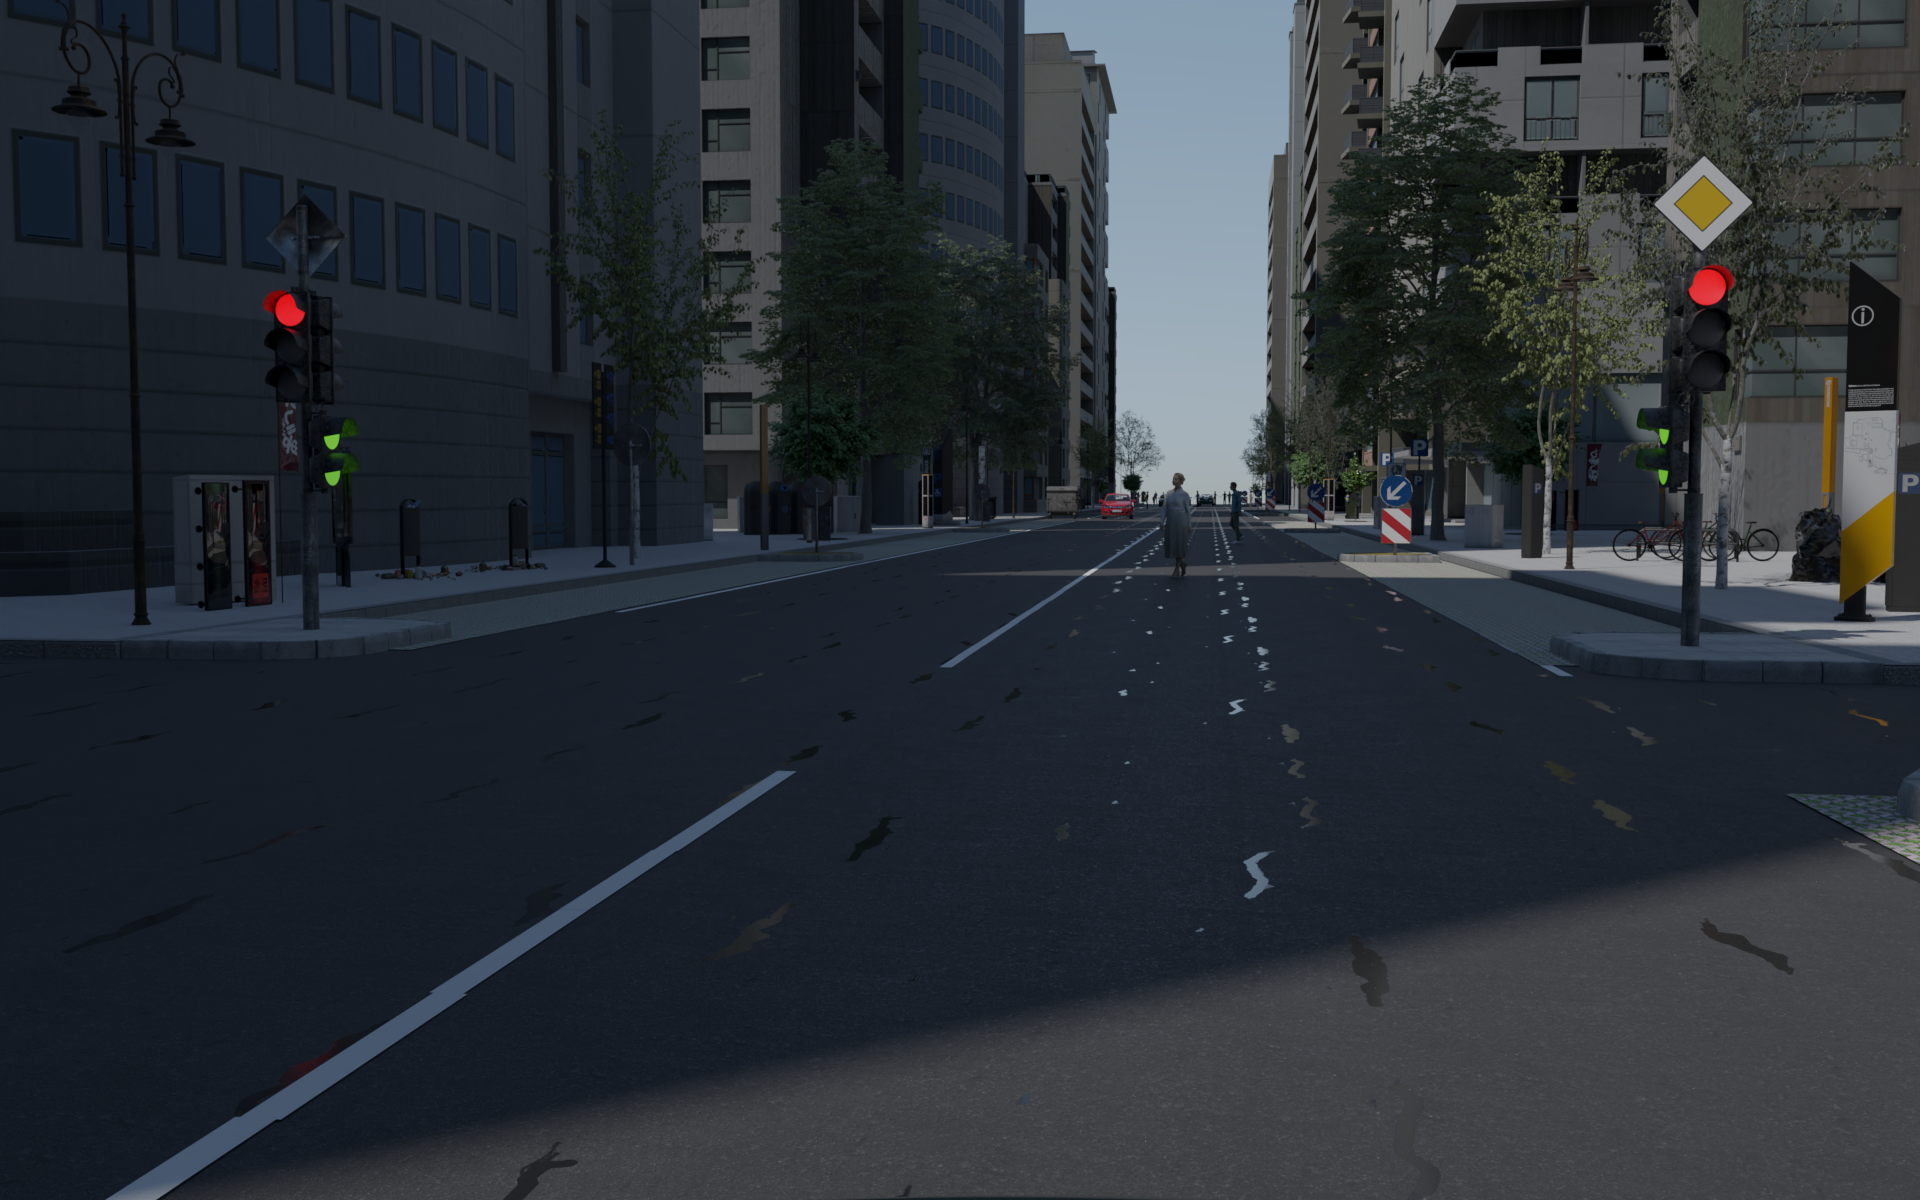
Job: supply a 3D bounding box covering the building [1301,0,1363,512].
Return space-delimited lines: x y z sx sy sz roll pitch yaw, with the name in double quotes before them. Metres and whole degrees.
"building" 38.017 -31.247 134.593 21.300 48.544 21.600 1 4 8

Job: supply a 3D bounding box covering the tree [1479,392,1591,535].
"tree" 18.198 -4.361 55.008 4.285 4.588 4.351 0 3 0

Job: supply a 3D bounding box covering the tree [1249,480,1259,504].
"tree" 40.020 -14.742 235.633 1.663 3.219 1.824 0 3 0

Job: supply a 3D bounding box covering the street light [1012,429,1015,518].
"street light" 2.877 -7.327 92.590 0.468 5.910 1.993 1 4 8

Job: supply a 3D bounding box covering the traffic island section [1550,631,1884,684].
"traffic island section" 6.194 0.467 14.647 2.009 0.180 2.903 1 4 8

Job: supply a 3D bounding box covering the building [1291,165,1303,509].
"building" 36.874 -23.340 153.314 14.160 30.474 14.107 1 4 8

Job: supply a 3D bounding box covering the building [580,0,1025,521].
"building" -7.957 -34.507 106.194 21.231 58.520 28.212 1 4 8

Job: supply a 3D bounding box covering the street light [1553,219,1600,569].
"street light" 10.402 -3.462 29.386 0.468 5.910 1.993 1 4 8

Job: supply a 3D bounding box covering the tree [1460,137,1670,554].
"tree" 12.757 -5.279 36.666 4.737 8.622 4.395 0 3 0

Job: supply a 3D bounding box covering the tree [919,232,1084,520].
"tree" 0.859 -10.902 84.903 9.857 13.997 8.962 0 3 0

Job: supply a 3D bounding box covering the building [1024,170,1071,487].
"building" 2.383 -23.534 156.484 14.160 30.474 14.107 1 4 8

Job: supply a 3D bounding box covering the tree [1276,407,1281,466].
"tree" 20.884 -9.238 101.408 4.360 8.622 3.978 0 3 0

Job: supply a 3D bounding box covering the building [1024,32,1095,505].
"building" 3.202 -34.507 187.890 21.300 48.544 21.600 1 4 8

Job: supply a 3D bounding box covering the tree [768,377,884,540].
"tree" -3.850 -3.977 48.736 4.285 4.588 4.351 0 3 0

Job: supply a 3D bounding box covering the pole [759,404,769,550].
"pole" -4.470 -2.793 39.515 0.158 3.312 0.155 0 3 0

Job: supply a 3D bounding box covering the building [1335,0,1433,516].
"building" 35.754 -27.813 109.359 22.147 44.769 28.867 1 4 8

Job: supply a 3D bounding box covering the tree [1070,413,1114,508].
"tree" 12.031 -12.607 156.493 4.360 8.622 3.978 0 3 0

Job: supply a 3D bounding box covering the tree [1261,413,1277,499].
"tree" 23.228 -10.342 119.459 4.360 8.622 3.978 0 3 0

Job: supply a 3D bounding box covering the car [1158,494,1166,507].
"car" 23.501 -11.449 196.983 2.009 1.686 4.222 1 4 10

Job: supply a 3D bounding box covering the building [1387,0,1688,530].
"building" 33.035 -29.524 71.953 28.713 52.752 27.495 1 4 8

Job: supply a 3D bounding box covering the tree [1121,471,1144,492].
"tree" 23.700 -15.547 237.912 4.285 4.588 4.351 0 3 0

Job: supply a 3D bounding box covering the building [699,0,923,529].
"building" -9.530 -18.179 68.927 14.160 30.474 14.107 1 4 8

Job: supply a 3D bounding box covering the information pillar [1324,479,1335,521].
"information pillar" 17.937 -4.851 83.807 0.304 2.012 0.304 0 4 -1

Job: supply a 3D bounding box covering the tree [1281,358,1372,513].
"tree" 20.086 -8.730 93.097 4.360 8.622 3.978 0 3 0

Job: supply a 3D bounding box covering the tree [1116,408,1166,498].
"tree" 24.493 -20.692 248.689 12.009 13.543 11.850 0 3 0

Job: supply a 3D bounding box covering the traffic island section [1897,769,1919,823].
"traffic island section" 5.053 0.950 6.744 2.009 0.180 2.903 1 4 8

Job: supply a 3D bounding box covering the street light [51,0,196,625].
"street light" -8.032 -2.693 16.812 0.468 5.910 1.993 1 4 8

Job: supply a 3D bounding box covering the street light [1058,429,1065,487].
"street light" 7.053 -9.081 121.263 0.468 5.910 1.993 1 4 8

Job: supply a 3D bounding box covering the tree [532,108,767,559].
"tree" -6.162 -5.117 34.022 4.737 8.622 4.395 0 3 0

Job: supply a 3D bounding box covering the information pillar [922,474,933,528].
"information pillar" -1.208 -3.702 65.022 0.304 2.012 0.304 3 5 39

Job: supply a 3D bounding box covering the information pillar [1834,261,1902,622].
"information pillar" 9.097 -1.589 17.331 0.504 3.616 0.183 3 5 43

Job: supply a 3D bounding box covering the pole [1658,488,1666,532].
"pole" 23.915 -3.982 58.944 0.158 3.312 0.155 0 3 0

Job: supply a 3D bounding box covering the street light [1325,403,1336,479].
"street light" 18.727 -7.030 87.727 0.468 5.910 1.993 1 4 8

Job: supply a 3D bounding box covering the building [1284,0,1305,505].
"building" 49.876 -40.709 207.598 21.231 58.520 28.212 1 4 8

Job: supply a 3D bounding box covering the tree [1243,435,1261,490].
"tree" 35.321 -15.339 201.149 4.360 8.622 3.978 0 3 0

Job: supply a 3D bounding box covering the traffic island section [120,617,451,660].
"traffic island section" -6.168 0.358 16.431 2.009 0.180 2.903 1 4 8

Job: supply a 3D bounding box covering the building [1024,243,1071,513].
"building" -6.286 -17.788 135.880 27.650 21.520 28.899 1 4 8

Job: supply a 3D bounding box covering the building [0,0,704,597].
"building" -19.262 -29.998 32.463 21.231 58.520 28.212 1 4 8

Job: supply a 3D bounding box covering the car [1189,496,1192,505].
"car" 29.116 -13.039 224.993 2.131 1.459 4.920 0 4 8

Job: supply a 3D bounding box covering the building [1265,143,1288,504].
"building" 52.544 -37.303 233.599 21.300 48.544 21.600 1 4 8

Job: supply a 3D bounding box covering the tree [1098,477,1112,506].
"tree" 15.728 -12.011 190.988 1.663 3.219 1.824 0 3 0

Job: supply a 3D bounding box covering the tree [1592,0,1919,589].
"tree" 10.457 -4.464 23.351 4.360 8.622 3.978 0 3 0

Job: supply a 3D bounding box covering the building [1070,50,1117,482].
"building" 4.162 -38.135 212.741 28.713 52.752 27.495 1 4 8

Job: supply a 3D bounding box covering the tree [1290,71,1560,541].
"tree" 12.819 -7.911 47.466 7.486 12.596 7.792 0 3 0

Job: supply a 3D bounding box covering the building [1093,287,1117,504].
"building" 13.645 -28.216 233.033 14.160 30.474 14.107 1 4 8

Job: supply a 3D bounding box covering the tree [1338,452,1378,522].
"tree" 18.230 -5.234 80.173 1.663 3.219 1.824 0 3 0

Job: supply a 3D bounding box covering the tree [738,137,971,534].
"tree" -3.295 -8.442 56.154 7.486 12.596 7.792 0 3 0

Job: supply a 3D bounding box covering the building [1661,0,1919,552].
"building" 25.436 -16.629 43.590 14.160 30.474 14.107 1 4 8

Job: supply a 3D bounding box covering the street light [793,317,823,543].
"street light" -3.957 -4.439 45.365 0.468 5.910 1.993 1 4 8

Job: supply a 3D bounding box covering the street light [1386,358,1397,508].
"street light" 14.538 -5.237 58.415 0.468 5.910 1.993 1 4 8

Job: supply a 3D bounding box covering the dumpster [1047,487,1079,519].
"dumpster" 5.852 -5.538 98.767 1.865 1.857 1.264 0 4 8

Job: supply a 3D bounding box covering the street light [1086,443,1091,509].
"street light" 11.093 -10.853 150.236 0.468 5.910 1.993 1 4 8

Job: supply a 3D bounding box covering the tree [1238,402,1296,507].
"tree" 31.865 -14.668 174.241 8.767 10.594 7.601 3 4 39

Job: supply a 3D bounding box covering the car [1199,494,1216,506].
"car" 29.772 -12.067 209.098 2.131 1.459 4.920 1 4 10

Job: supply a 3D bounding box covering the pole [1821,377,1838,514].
"pole" 15.233 -2.234 30.362 0.158 3.312 0.155 0 3 0

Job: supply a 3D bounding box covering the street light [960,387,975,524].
"street light" 0.295 -6.218 74.446 0.468 5.910 1.993 1 4 8

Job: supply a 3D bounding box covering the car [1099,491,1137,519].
"car" 9.072 -5.534 99.524 2.155 1.783 4.494 0 4 6

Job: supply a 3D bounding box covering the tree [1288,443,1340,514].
"tree" 22.713 -7.790 111.074 4.285 4.588 4.351 0 3 0

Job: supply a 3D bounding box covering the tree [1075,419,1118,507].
"tree" 12.931 -13.277 167.436 4.737 8.622 4.395 0 3 0

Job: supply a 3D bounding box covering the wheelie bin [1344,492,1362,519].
"wheelie bin" 20.105 -4.931 88.526 0.693 1.594 0.980 3 5 40
